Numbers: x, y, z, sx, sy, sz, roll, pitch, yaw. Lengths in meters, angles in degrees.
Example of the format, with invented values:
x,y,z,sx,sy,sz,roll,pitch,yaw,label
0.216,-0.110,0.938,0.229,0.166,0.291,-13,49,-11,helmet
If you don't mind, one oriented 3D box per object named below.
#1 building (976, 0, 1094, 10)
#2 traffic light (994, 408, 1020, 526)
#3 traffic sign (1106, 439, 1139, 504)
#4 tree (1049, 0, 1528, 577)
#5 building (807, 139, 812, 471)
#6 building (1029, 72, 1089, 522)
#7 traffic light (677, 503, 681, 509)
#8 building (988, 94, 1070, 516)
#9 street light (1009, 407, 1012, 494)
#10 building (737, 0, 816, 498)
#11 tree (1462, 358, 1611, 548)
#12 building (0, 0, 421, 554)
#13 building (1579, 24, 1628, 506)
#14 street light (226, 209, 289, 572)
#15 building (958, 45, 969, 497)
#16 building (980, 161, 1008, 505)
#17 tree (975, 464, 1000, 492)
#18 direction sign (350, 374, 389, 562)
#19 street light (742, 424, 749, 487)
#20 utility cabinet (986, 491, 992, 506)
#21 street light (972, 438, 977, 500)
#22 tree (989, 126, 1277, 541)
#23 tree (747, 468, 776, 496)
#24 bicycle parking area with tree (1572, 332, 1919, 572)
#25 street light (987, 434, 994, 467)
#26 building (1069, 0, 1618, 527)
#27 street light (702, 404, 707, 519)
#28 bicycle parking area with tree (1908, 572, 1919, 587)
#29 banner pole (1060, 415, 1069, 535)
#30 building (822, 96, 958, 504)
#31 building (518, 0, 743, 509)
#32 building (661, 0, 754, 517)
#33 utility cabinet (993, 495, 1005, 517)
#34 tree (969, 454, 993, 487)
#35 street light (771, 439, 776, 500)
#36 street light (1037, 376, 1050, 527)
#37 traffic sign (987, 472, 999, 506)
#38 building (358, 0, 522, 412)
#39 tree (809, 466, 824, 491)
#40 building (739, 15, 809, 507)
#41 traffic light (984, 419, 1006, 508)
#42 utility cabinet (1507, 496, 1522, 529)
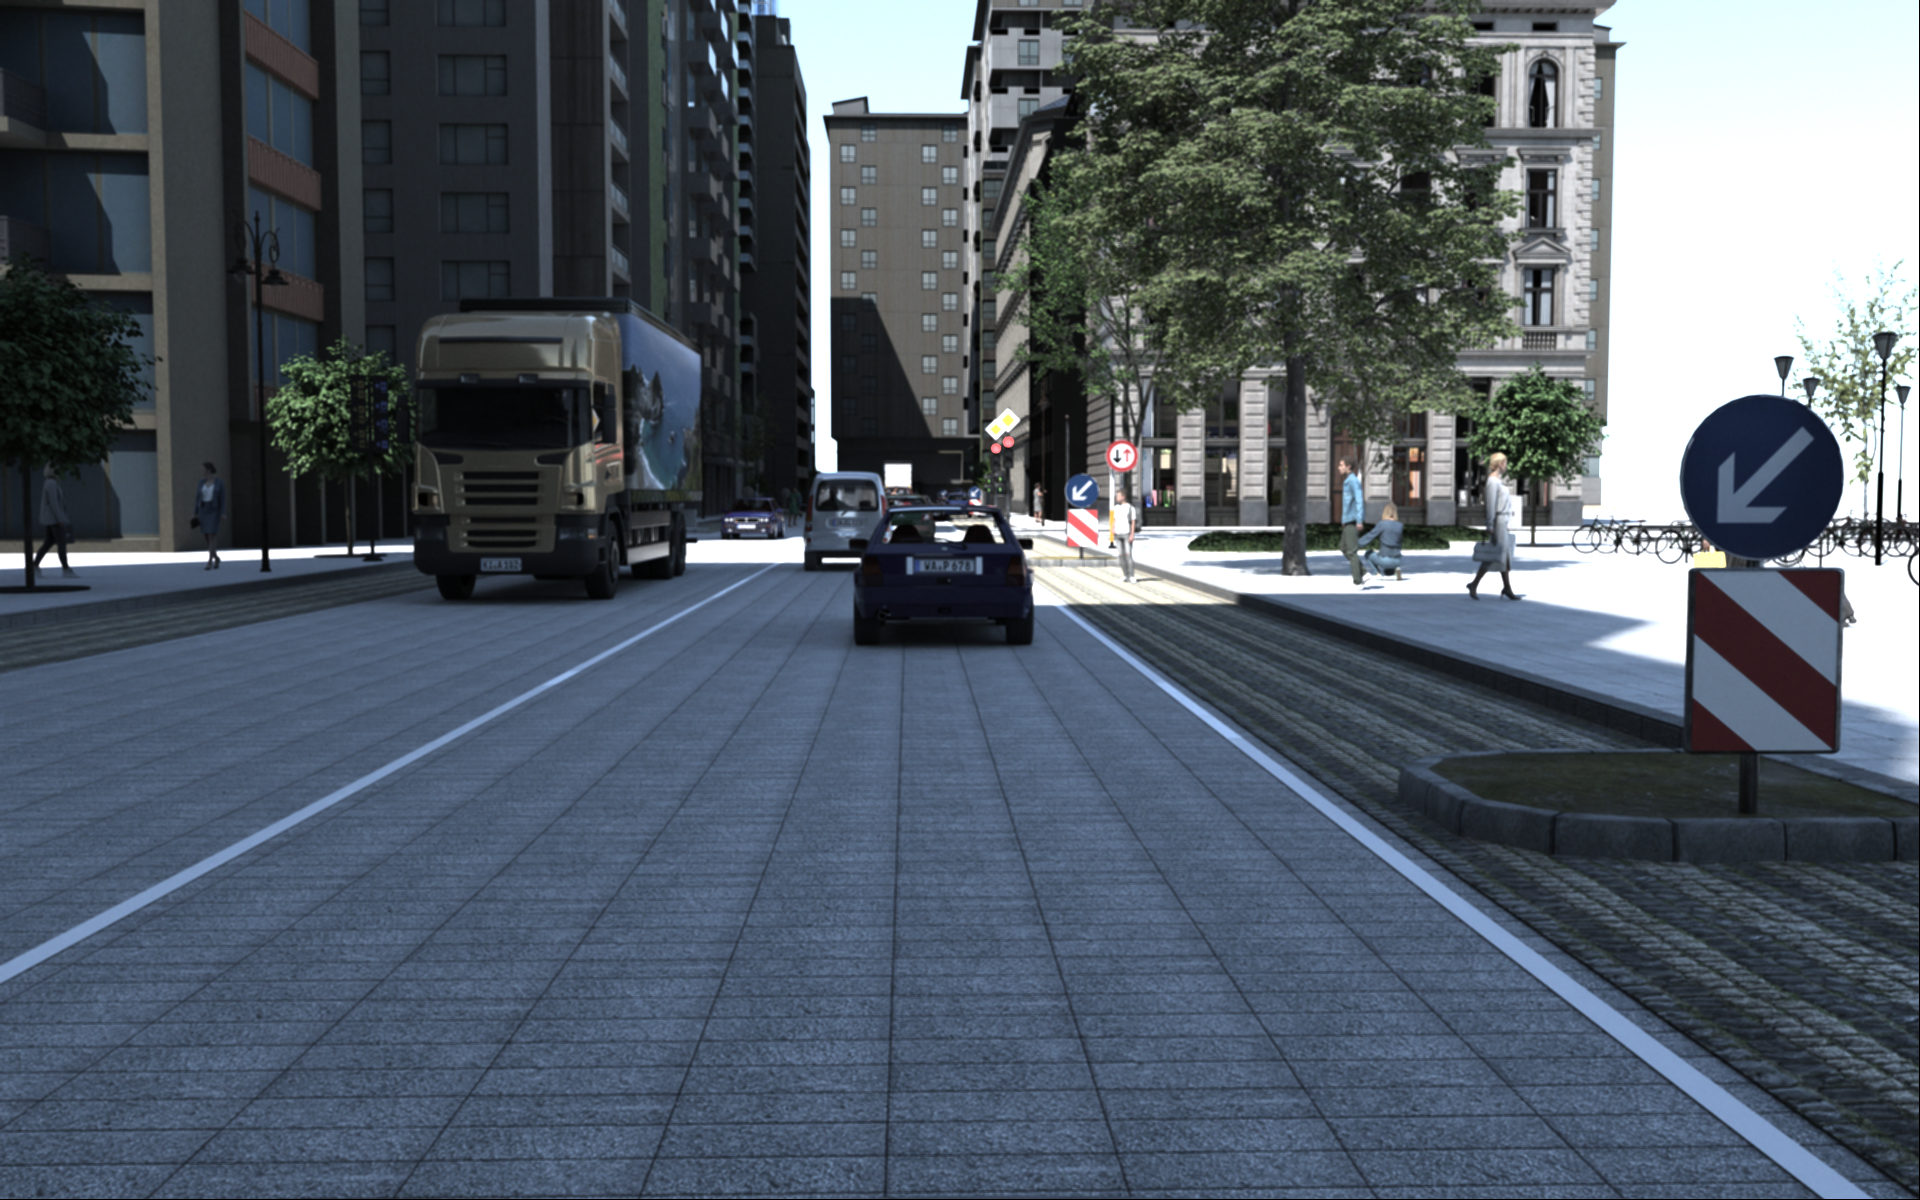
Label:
x,y,z,sx,sy,sz,roll,pitch,yaw,label
16.023,-35.733,173.478,28.713,52.752,27.495,0,4,-2,building
1.552,-4.152,56.803,0.839,4.253,0.868,0,4,-2,traffic light
3.767,-2.459,40.305,0.768,2.556,0.104,0,4,3,traffic sign
4.848,-6.655,26.931,7.486,12.596,7.792,0,3,0,tree
-25.182,-34.024,206.402,14.200,45.320,14.600,0,4,-2,building
10.223,-15.799,87.990,12.332,23.373,15.834,0,4,-2,building
-10.440,-4.618,64.423,0.839,4.253,0.868,0,4,-2,traffic light
11.404,-20.878,117.765,17.030,29.872,44.131,0,4,-2,building
2.611,-7.289,91.967,0.468,5.910,1.993,0,4,-2,street light
-35.318,-56.284,232.909,31.000,86.520,22.319,0,4,-2,building
13.959,-3.560,41.915,4.285,4.588,4.351,0,3,0,tree
-29.330,-23.749,42.922,28.867,44.769,22.147,0,4,-2,building
57.630,-37.450,201.550,27.495,52.752,28.713,0,4,-2,building
-11.472,-3.404,28.438,0.468,5.910,1.993,0,4,-2,street light
14.760,-37.419,201.039,28.713,52.752,27.495,0,4,-2,building
8.718,-23.323,153.028,14.160,30.474,14.107,0,4,-2,building
1.818,-7.177,111.940,1.663,3.219,1.824,0,3,0,tree
-11.228,-2.508,33.008,0.379,3.537,0.876,2,4,30,direction sign
-13.900,-8.531,112.270,0.468,5.910,1.993,0,4,-2,street light
1.827,-5.935,105.715,0.318,1.500,1.173,1,4,13,utility cabinet
1.211,-10.203,139.610,0.468,5.910,1.993,0,4,-2,street light
4.831,-7.475,47.975,9.928,11.665,9.643,0,3,0,tree
-14.951,-8.345,131.045,1.663,3.219,1.824,0,3,0,tree
16.596,-2.843,33.481,9.016,4.147,8.231,1,4,20,bicycle parking area with tree
2.006,-8.723,115.407,0.468,5.910,1.993,0,4,-2,street light
14.938,-14.833,71.403,19.941,23.489,11.050,0,4,-2,building
-13.186,-7.094,88.767,0.468,5.910,1.993,0,4,-2,street light
16.871,-2.133,21.873,8.231,4.147,9.016,-2,4,-27,bicycle parking area with tree
3.428,-3.987,55.202,0.401,3.779,0.863,1,4,9,banner pole
-4.326,-39.688,238.129,27.495,52.752,28.713,0,4,-2,building
-24.325,-27.369,131.071,14.154,41.232,14.086,0,4,-2,building
-24.800,-29.418,100.591,23.786,49.044,30.456,0,4,-2,building
2.168,-5.138,95.166,0.306,1.237,1.020,2,4,26,utility cabinet
2.358,-9.721,142.658,4.285,4.588,4.351,0,3,0,tree
-14.620,-10.000,136.285,0.468,5.910,1.993,0,4,-2,street light
3.279,-5.832,68.135,0.468,5.910,1.993,0,4,-2,street light
1.937,-6.222,101.835,0.768,2.556,0.104,0,4,2,traffic sign
-20.062,-23.679,70.742,14.154,41.232,14.086,0,4,-2,building
-16.624,-13.129,198.374,4.285,4.588,4.351,0,3,0,tree
-27.102,-34.037,180.211,21.300,48.544,21.600,0,4,-2,building
1.316,-4.640,64.785,0.839,4.253,0.868,0,4,-2,traffic light
20.415,-3.268,64.600,1.020,1.237,0.306,0,4,6,utility cabinet
